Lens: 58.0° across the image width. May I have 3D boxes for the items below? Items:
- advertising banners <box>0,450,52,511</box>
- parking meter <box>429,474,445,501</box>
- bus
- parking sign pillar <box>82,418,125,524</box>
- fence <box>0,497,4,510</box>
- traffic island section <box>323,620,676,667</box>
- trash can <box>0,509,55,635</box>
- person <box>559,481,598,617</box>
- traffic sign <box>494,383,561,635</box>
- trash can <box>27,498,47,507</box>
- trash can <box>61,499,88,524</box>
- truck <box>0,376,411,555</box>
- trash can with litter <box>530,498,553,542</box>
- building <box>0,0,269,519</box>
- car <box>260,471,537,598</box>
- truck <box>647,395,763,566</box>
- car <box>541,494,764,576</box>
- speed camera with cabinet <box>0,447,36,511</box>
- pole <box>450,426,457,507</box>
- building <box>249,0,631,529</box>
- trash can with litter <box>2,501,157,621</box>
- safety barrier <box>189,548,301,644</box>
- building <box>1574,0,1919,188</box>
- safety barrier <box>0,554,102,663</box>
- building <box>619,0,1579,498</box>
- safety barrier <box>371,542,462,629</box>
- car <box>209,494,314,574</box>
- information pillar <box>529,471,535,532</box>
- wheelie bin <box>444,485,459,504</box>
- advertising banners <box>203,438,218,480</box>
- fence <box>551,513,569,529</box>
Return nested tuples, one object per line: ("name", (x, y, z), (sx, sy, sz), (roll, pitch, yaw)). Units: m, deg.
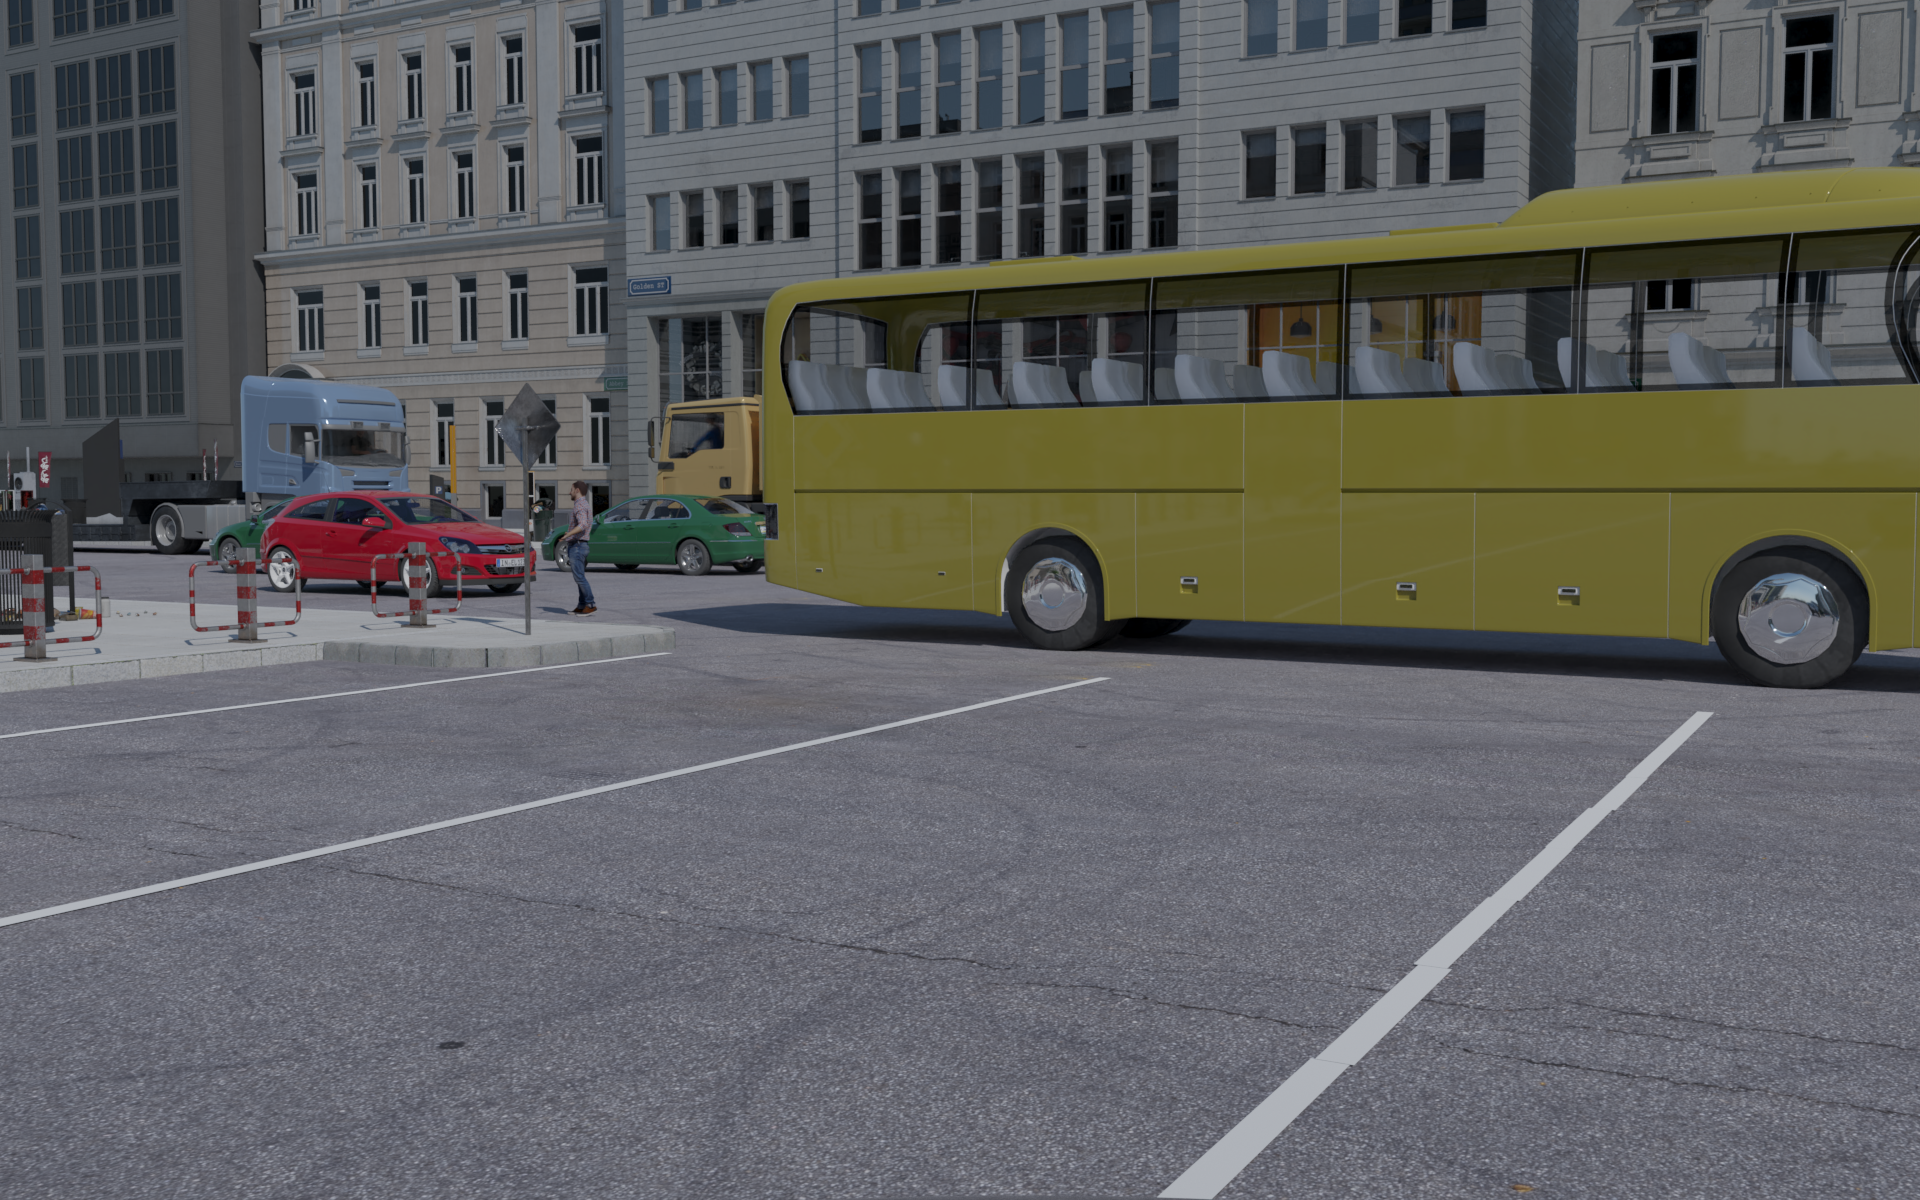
("advertising banners", (-38.383, -4.586, 71.166), (2.074, 3.025, 0.090), (-1, 4, -10))
("parking meter", (-15.545, -2.803, 51.540), (0.399, 1.863, 0.255), (-3, 4, -39))
("bus", (3.884, -1.450, 15.254), (12.252, 3.916, 2.896), (2, 4, 31))
("parking sign pillar", (-30.412, -4.468, 61.531), (1.447, 3.967, 1.447), (0, 4, 3))
("fence", (-36.250, -3.197, 63.471), (2.264, 1.192, 0.480), (-2, 4, -27))
("traffic island section", (-3.950, 0.399, 15.765), (2.009, 0.180, 2.903), (2, 4, 29))
("trash can", (-8.691, -0.262, 15.944), (0.748, 1.137, 0.748), (0, 3, 0))
("person", (-4.493, -0.605, 20.352), (0.435, 1.587, 0.963), (-1, 4, -13))
("traffic sign", (-3.925, -0.737, 15.691), (0.795, 2.450, 0.064), (2, 4, 29))
("trash can", (-36.095, -3.430, 67.742), (0.748, 1.137, 0.748), (0, 3, 0))
("trash can", (-26.297, -2.436, 51.475), (0.748, 1.137, 0.748), (0, 3, 0))
("truck", (-20.704, -3.259, 43.046), (18.799, 4.110, 2.967), (2, 4, 29))
("trash can with litter", (-11.426, -2.159, 46.688), (0.624, 1.170, 1.055), (-3, 5, -42))
("building", (-36.371, -17.519, 79.944), (24.014, 27.812, 14.314), (2, 4, 29))
("car", (-8.145, -0.984, 25.124), (4.494, 1.783, 2.155), (2, 4, 30))
("truck", (-2.191, -2.346, 34.289), (9.791, 3.379, 3.469), (2, 4, 29))
("car", (-5.468, -1.217, 31.703), (4.920, 1.459, 2.131), (2, 4, 28))
("speed camera with cabinet", (-39.930, -4.822, 73.175), (2.038, 3.252, 0.660), (2, 4, 29))
("pole", (-15.095, -3.535, 51.641), (0.158, 3.312, 0.155), (0, 3, 0))
("building", (-16.560, -17.385, 70.144), (20.117, 28.700, 13.634), (2, 4, 29))
("trash can with litter", (-9.703, -0.421, 17.935), (2.233, 1.210, 1.678), (1, 4, 11))
("safety barrier", (-6.159, -0.042, 14.956), (0.300, 0.817, 1.120), (2, 4, 29))
("building", (38.242, -16.138, 40.278), (44.131, 29.872, 17.030), (2, 4, 29))
("safety barrier", (-7.104, 0.061, 13.283), (0.300, 0.817, 1.120), (2, 4, 29))
("building", (4.129, -17.035, 56.009), (29.804, 29.767, 11.434), (2, 4, 29))
("safety barrier", (-5.210, -0.144, 16.637), (0.300, 0.817, 1.120), (2, 4, 29))
("car", (-11.412, -1.181, 31.109), (4.920, 1.459, 2.131), (2, 4, 30))
("information pillar", (-13.860, -3.141, 55.842), (0.304, 2.012, 0.304), (-1, 4, -13))
("wheelie bin", (-17.260, -3.067, 58.056), (0.980, 1.594, 0.693), (3, 4, 38))
("advertising banners", (-23.812, -3.607, 55.164), (0.090, 3.025, 2.074), (-2, 4, -32))
("fence", (-12.750, -2.400, 54.616), (0.278, 0.683, 2.069), (-3, 4, -36))
